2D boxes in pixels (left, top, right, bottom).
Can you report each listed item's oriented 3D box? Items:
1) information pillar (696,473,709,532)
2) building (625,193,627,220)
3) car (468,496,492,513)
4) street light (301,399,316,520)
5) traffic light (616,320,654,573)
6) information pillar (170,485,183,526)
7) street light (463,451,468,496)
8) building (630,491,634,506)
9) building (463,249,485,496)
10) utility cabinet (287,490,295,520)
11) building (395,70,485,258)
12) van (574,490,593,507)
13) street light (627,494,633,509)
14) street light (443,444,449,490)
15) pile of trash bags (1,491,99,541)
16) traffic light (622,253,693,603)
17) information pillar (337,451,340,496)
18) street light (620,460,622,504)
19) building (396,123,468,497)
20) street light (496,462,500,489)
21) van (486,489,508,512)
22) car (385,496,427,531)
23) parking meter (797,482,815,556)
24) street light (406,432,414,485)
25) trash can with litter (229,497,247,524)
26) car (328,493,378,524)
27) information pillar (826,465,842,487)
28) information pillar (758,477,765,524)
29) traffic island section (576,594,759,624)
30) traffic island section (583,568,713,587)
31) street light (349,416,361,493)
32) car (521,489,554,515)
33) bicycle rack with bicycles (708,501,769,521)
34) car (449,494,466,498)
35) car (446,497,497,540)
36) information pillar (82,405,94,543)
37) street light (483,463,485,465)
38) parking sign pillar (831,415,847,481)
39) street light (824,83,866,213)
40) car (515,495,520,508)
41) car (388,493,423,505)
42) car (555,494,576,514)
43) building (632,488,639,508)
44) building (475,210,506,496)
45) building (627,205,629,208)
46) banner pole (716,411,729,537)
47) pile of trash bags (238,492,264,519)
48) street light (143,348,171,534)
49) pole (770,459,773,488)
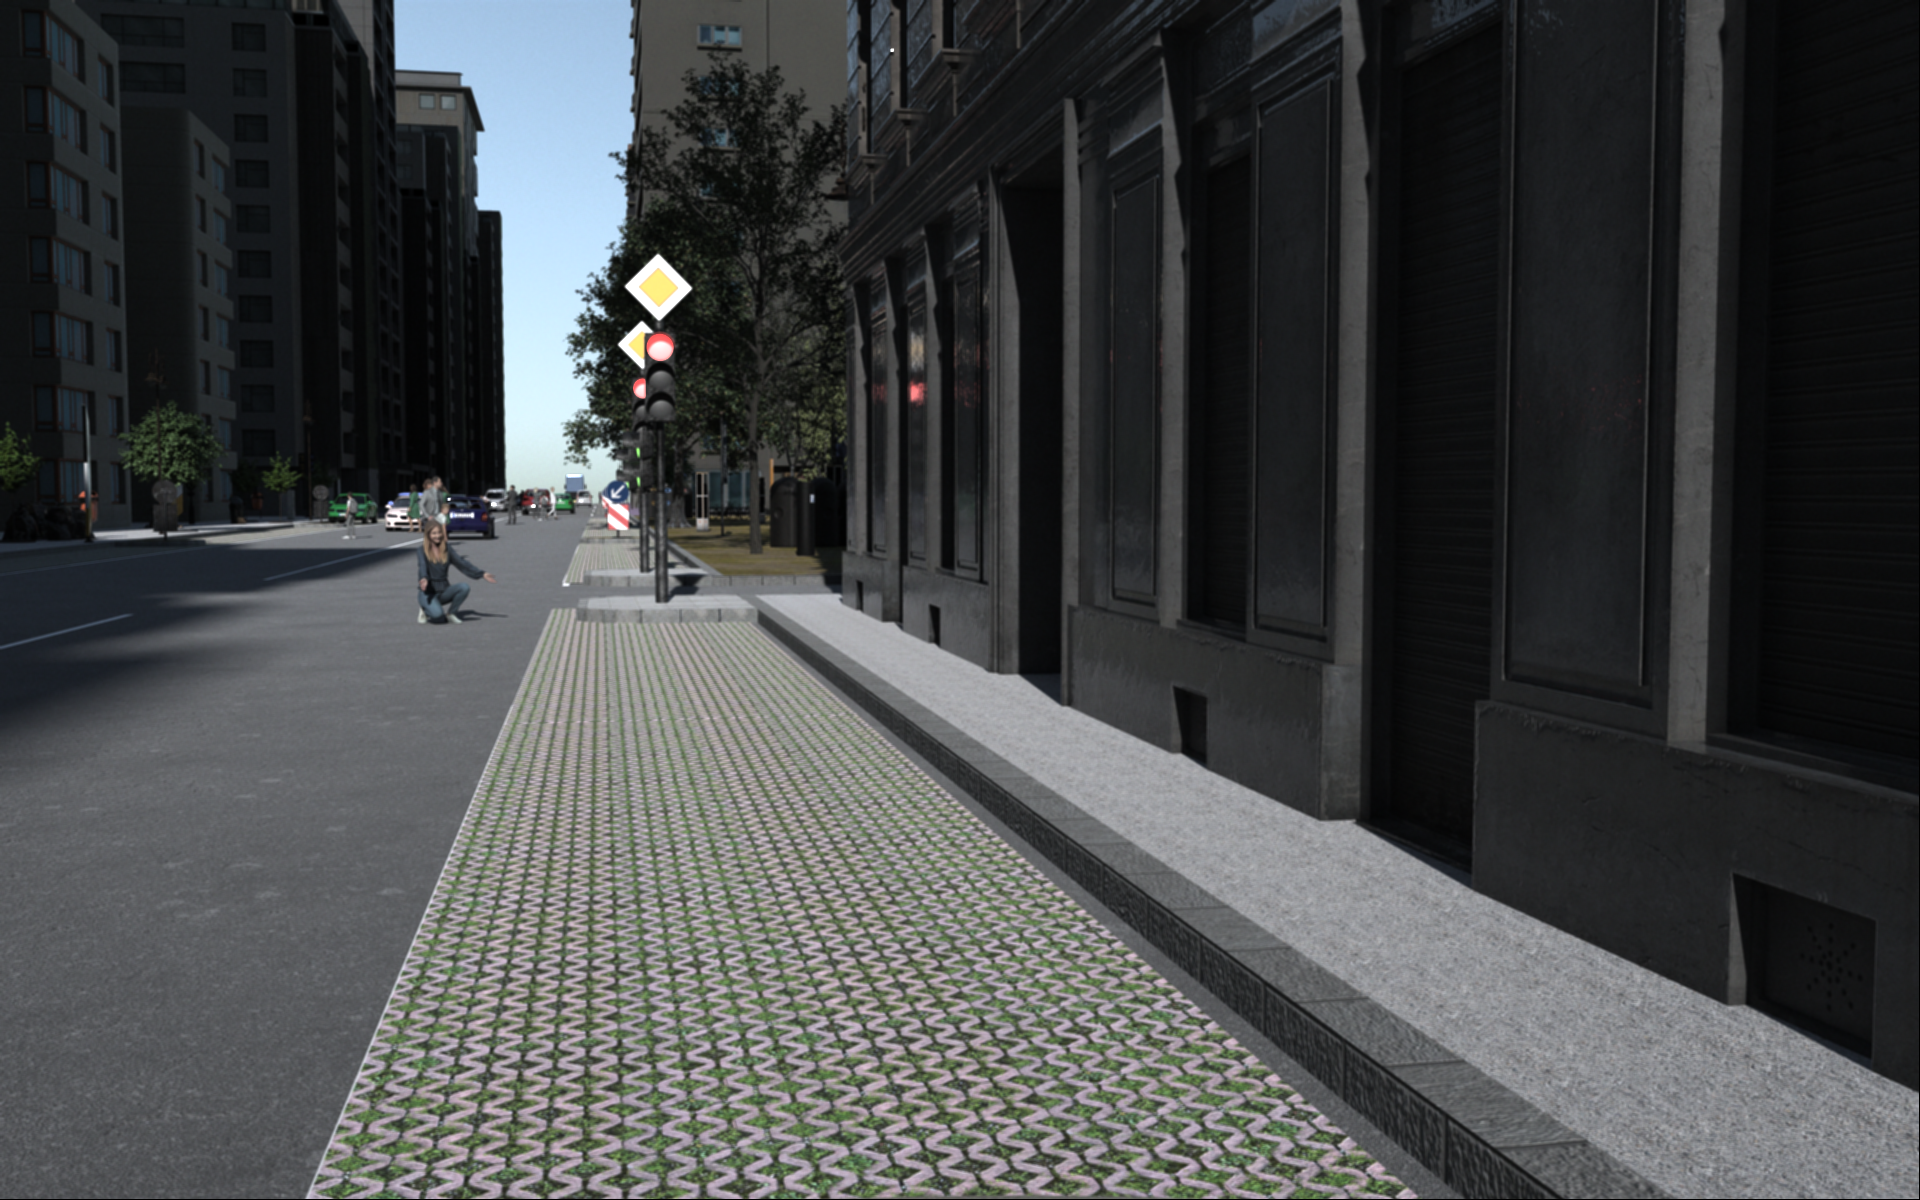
[{"bbox_3d":[-8.821,-3.352,59.290,0.304,2.012,0.304,2,4,31],"label":"information pillar"},{"bbox_3d":[-30.169,-34.316,215.696,22.147,44.769,28.867,-1,4,-12],"label":"building"},{"bbox_3d":[-32.902,-6.443,117.916,1.945,1.354,3.894,-1,4,-11],"label":"car"},{"bbox_3d":[-31.589,-6.808,84.100,0.468,5.910,1.993,-1,4,-12],"label":"street light"},{"bbox_3d":[-5.170,-2.402,28.187,0.839,4.253,0.868,-1,4,-12],"label":"traffic light"},{"bbox_3d":[-31.315,-4.757,69.135,0.183,3.616,0.504,3,5,42],"label":"information pillar"},{"bbox_3d":[-51.951,-12.786,181.836,0.468,5.910,1.993,-1,4,-12],"label":"street light"},{"bbox_3d":[-30.044,-25.839,194.173,14.160,30.474,14.107,-1,4,-12],"label":"building"},{"bbox_3d":[-63.034,-26.237,200.682,14.160,30.474,14.107,-1,4,-12],"label":"building"},{"bbox_3d":[-33.378,-4.756,86.437,0.318,1.500,1.173,-1,4,-17],"label":"utility cabinet"},{"bbox_3d":[-75.275,-38.503,218.758,28.713,52.752,27.495,-1,4,-12],"label":"building"},{"bbox_3d":[-40.949,-11.096,188.425,2.013,2.044,4.112,-1,4,-13],"label":"van"},{"bbox_3d":[-27.962,-10.682,147.444,0.468,5.910,1.993,-1,4,-12],"label":"street light"},{"bbox_3d":[-47.221,-11.394,159.085,0.468,5.910,1.993,-1,4,-12],"label":"street light"},{"bbox_3d":[-25.392,-2.399,48.973,1.912,1.369,3.447,0,4,1],"label":"pile of trash bags"},{"bbox_3d":[-3.545,-1.923,20.368,0.839,4.253,0.868,-1,4,-12],"label":"traffic light"},{"bbox_3d":[-33.925,-6.317,94.632,0.183,3.616,0.504,-1,4,-17],"label":"information pillar"},{"bbox_3d":[-38.745,-13.866,199.494,0.468,5.910,1.993,-1,4,-12],"label":"street light"},{"bbox_3d":[-60.881,-30.703,185.583,14.154,41.232,14.086,-1,4,-12],"label":"building"},{"bbox_3d":[-64.047,-16.365,240.349,0.468,5.910,1.993,-1,4,-12],"label":"street light"},{"bbox_3d":[-36.716,-7.944,136.891,2.013,2.044,4.112,-1,4,-11],"label":"van"},{"bbox_3d":[-21.550,-3.429,68.429,2.083,1.381,4.827,-1,4,-12],"label":"car"},{"bbox_3d":[-3.205,-1.686,35.982,0.372,1.533,0.369,0,3,0],"label":"parking meter"},{"bbox_3d":[-41.119,-9.602,129.776,0.468,5.910,1.993,-1,4,-12],"label":"street light"},{"bbox_3d":[-30.933,-3.851,74.348,0.624,1.170,1.055,-3,5,-44],"label":"trash can with litter"},{"bbox_3d":[-28.969,-4.519,82.677,1.959,1.807,4.718,-1,4,-10],"label":"car"},{"bbox_3d":[-3.236,-2.451,44.572,0.304,2.012,0.304,3,5,39],"label":"information pillar"},{"bbox_3d":[-8.664,-4.330,75.282,0.304,2.012,0.304,-2,4,-30],"label":"information pillar"},{"bbox_3d":[-3.504,0.110,20.491,2.009,0.180,2.903,-1,4,-12],"label":"traffic island section"},{"bbox_3d":[-5.129,-0.369,28.309,2.009,0.180,2.903,-1,4,-12],"label":"traffic island section"},{"bbox_3d":[-35.021,-7.807,100.427,0.468,5.910,1.993,-1,4,-12],"label":"street light"},{"bbox_3d":[-29.089,-6.771,119.380,2.281,1.827,5.304,-1,4,-11],"label":"car"},{"bbox_3d":[-11.159,-4.363,84.721,2.925,0.926,2.852,1,4,21],"label":"bicycle rack with bicycles"},{"bbox_3d":[-30.971,-5.755,106.095,2.014,1.417,4.499,-1,4,-10],"label":"car"},{"bbox_3d":[-15.858,-2.626,55.518,1.945,1.354,3.894,-1,4,-13],"label":"car"},{"bbox_3d":[-23.088,-3.331,45.824,0.183,3.616,0.504,-1,4,-18],"label":"information pillar"},{"bbox_3d":[-58.089,-14.573,211.056,0.468,5.910,1.993,-1,4,-12],"label":"street light"},{"bbox_3d":[-3.860,-4.297,58.720,1.447,3.967,1.447,2,4,28],"label":"parking sign pillar"},{"bbox_3d":[-1.239,-2.890,20.040,0.468,5.910,1.993,-1,4,-12],"label":"street light"},{"bbox_3d":[-43.479,-9.766,172.034,2.083,1.381,4.827,-1,4,-11],"label":"car"},{"bbox_3d":[-24.052,-4.063,76.029,1.945,1.707,3.694,-1,4,-13],"label":"car"},{"bbox_3d":[-29.185,-7.229,126.983,1.959,1.807,4.718,-1,4,-11],"label":"car"},{"bbox_3d":[-15.462,-29.112,167.854,32.217,40.220,23.993,-1,4,-12],"label":"building"},{"bbox_3d":[-71.321,-34.149,241.922,14.154,41.232,14.086,-1,4,-12],"label":"building"},{"bbox_3d":[-35.539,-38.268,245.288,23.786,49.044,30.456,-1,4,-12],"label":"building"},{"bbox_3d":[-7.107,-3.800,52.149,0.401,3.779,0.863,-1,4,-22],"label":"banner pole"},{"bbox_3d":[-37.853,-4.928,90.319,3.447,1.369,1.912,1,4,14],"label":"pile of trash bags"},{"bbox_3d":[-25.367,-5.019,54.849,0.468,5.910,1.993,-1,4,-12],"label":"street light"},{"bbox_3d":[-10.928,-6.524,100.502,0.158,3.312,0.155,0,3,0],"label":"pole"}]
